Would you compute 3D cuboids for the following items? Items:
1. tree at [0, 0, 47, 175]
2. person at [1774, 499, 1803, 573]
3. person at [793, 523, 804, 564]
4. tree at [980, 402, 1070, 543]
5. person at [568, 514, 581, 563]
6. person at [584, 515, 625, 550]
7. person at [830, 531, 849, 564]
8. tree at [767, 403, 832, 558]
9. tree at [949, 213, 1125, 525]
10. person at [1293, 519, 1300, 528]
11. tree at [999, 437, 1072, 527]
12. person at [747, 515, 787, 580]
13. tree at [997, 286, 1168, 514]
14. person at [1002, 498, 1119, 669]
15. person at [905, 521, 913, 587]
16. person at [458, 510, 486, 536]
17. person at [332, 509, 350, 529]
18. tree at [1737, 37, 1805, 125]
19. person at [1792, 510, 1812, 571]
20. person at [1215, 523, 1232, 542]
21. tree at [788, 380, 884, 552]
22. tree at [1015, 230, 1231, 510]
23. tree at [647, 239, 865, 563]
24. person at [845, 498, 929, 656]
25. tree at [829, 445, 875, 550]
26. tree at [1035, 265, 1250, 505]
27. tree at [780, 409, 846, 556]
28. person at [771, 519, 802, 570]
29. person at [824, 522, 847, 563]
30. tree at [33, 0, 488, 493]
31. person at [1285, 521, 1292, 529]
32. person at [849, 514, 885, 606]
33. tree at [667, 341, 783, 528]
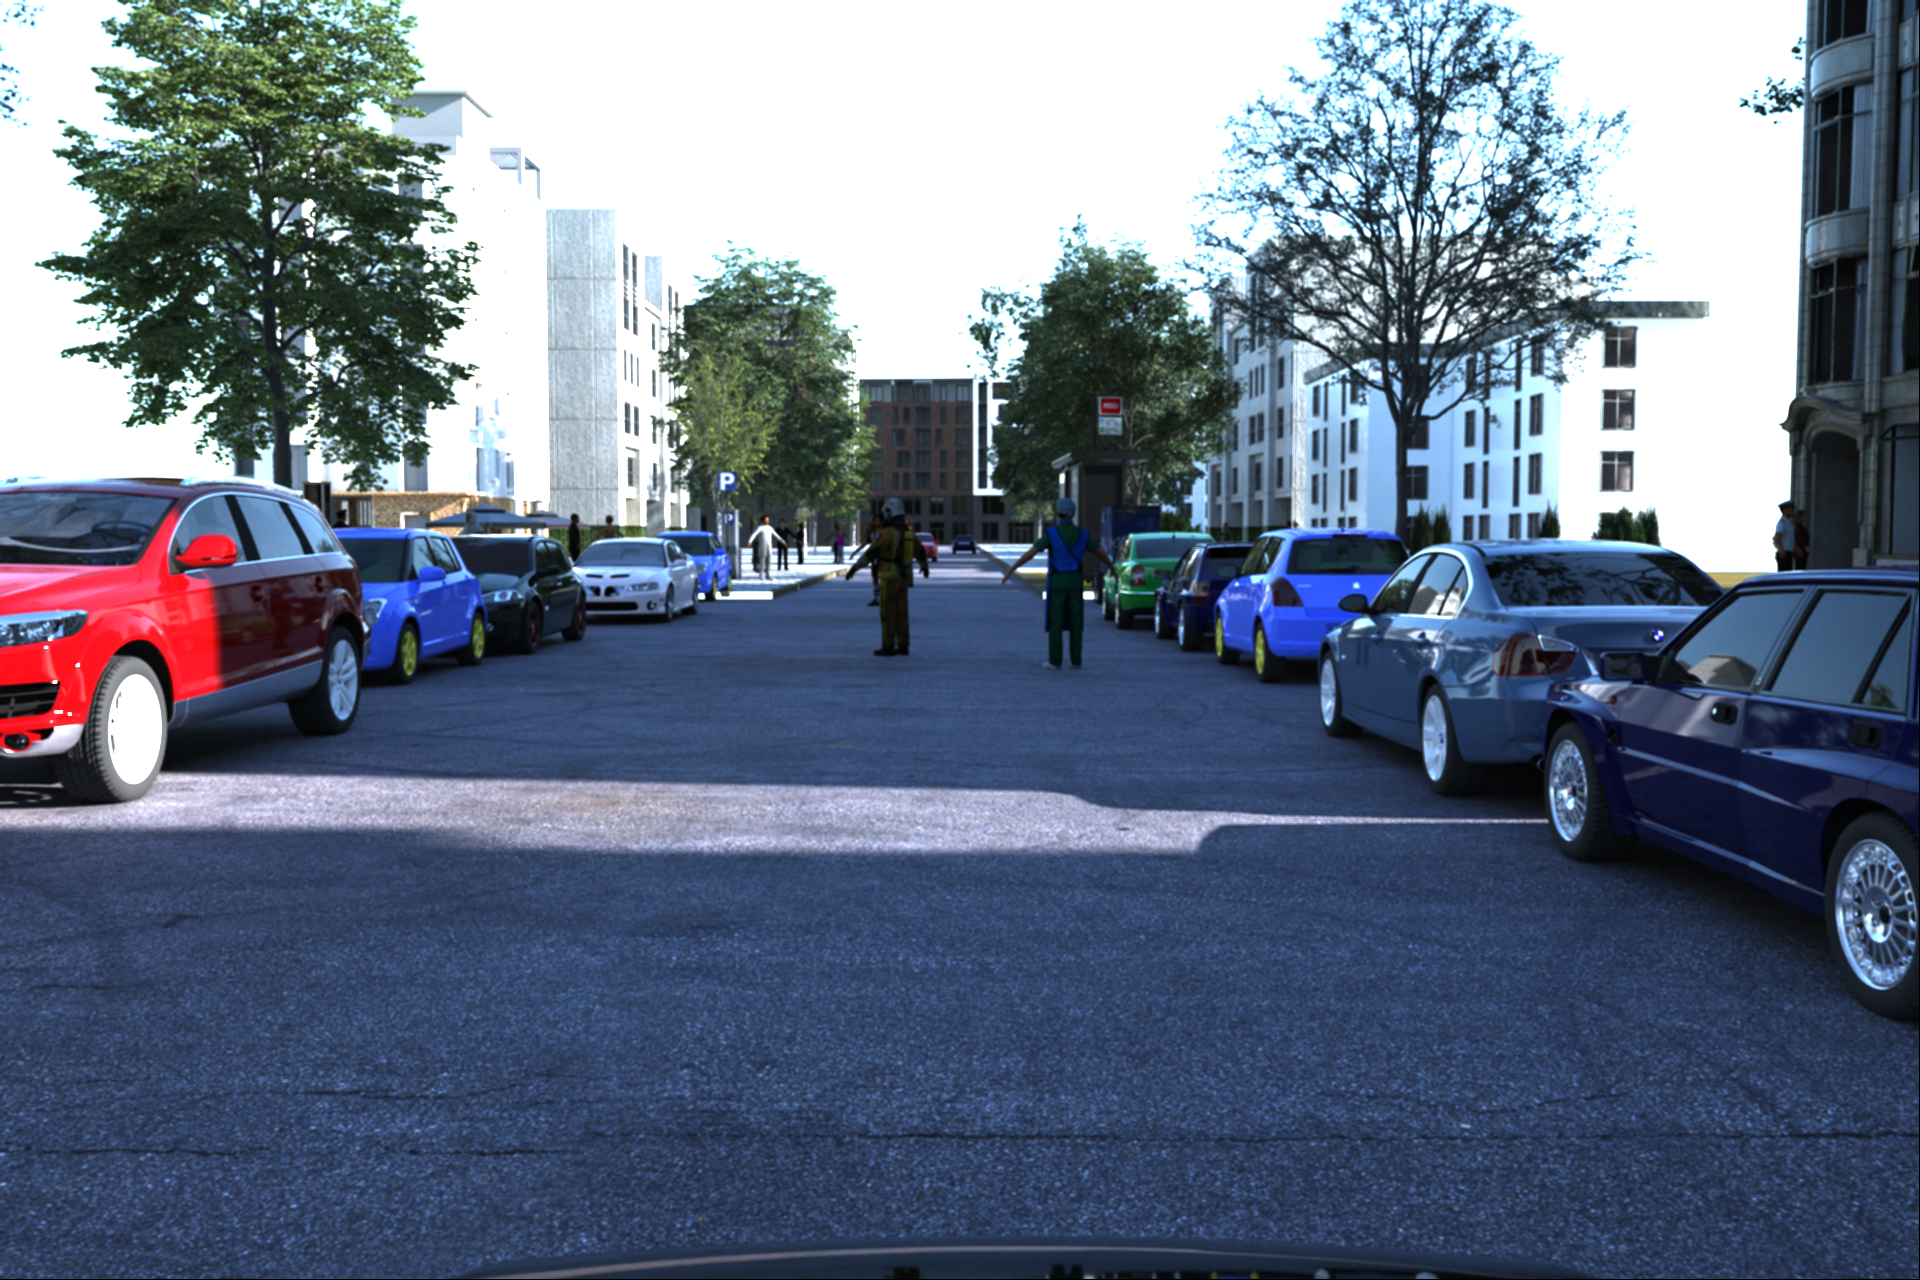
[{"bbox_3d":[-11.751,-6.281,13.064,12.009,13.543,11.850,0,3,0],"label":"tree"},{"bbox_3d":[13.455,-1.369,28.179,0.704,1.855,1.343,3,4,37],"label":"person"},{"bbox_3d":[-6.829,-4.066,73.192,0.721,1.740,1.216,1,4,11],"label":"person"},{"bbox_3d":[6.536,-14.537,144.329,9.857,13.997,8.962,0,3,0],"label":"tree"},{"bbox_3d":[-9.877,-2.344,44.554,0.704,1.802,1.346,-1,4,-13],"label":"person"},{"bbox_3d":[-8.458,-2.128,41.589,1.217,1.733,0.721,-3,5,-42],"label":"person"},{"bbox_3d":[-5.123,-3.954,73.907,0.991,1.433,0.599,2,4,29],"label":"person"},{"bbox_3d":[-8.219,-8.794,94.146,4.360,8.622,3.978,0,3,0],"label":"tree"},{"bbox_3d":[5.711,-15.222,104.762,12.611,20.169,13.585,0,3,0],"label":"tree"},{"bbox_3d":[11.005,-3.106,57.255,0.721,1.772,1.216,1,4,9],"label":"person"},{"bbox_3d":[6.877,-11.717,125.979,8.767,10.594,7.601,-1,4,-23],"label":"tree"},{"bbox_3d":[-5.445,-2.592,48.565,1.347,1.806,0.705,-3,5,-41],"label":"person"},{"bbox_3d":[6.444,-10.991,86.366,9.857,13.997,8.962,0,3,0],"label":"tree"},{"bbox_3d":[1.108,-0.605,18.482,1.347,1.817,0.704,-1,4,-19],"label":"person"},{"bbox_3d":[-1.405,-2.331,46.848,0.705,1.796,1.348,0,4,-8],"label":"person"},{"bbox_3d":[-9.439,-1.618,33.222,1.217,1.736,0.721,2,4,33],"label":"person"},{"bbox_3d":[-13.840,-2.015,38.874,1.347,1.837,0.705,2,4,27],"label":"person"},{"bbox_3d":[27.841,-11.732,47.710,12.611,20.169,13.585,0,3,0],"label":"tree"},{"bbox_3d":[16.003,-1.591,32.820,0.721,1.729,1.215,1,4,21],"label":"person"},{"bbox_3d":[11.920,-4.382,77.914,0.705,1.796,1.348,-2,4,-24],"label":"person"},{"bbox_3d":[-9.212,-12.624,124.528,7.486,12.596,7.792,0,3,0],"label":"tree"},{"bbox_3d":[7.059,-10.176,73.036,9.857,13.997,8.962,0,3,0],"label":"tree"},{"bbox_3d":[-8.806,-10.379,76.351,9.857,13.997,8.962,0,3,0],"label":"tree"},{"bbox_3d":[-0.794,-0.748,20.452,0.705,1.858,1.354,3,5,42],"label":"person"},{"bbox_3d":[-8.436,-11.507,138.499,4.360,8.622,3.978,0,3,0],"label":"tree"},{"bbox_3d":[6.324,-7.641,59.336,8.767,10.594,7.601,3,5,43],"label":"tree"},{"bbox_3d":[-8.600,-9.271,101.943,4.737,8.622,4.395,0,3,0],"label":"tree"},{"bbox_3d":[-6.260,-3.362,61.160,1.347,1.806,0.705,-1,4,-13],"label":"person"},{"bbox_3d":[-5.421,-4.297,76.380,1.348,1.813,0.705,3,4,38],"label":"person"},{"bbox_3d":[-12.659,-6.915,31.182,7.486,12.596,7.792,0,3,0],"label":"tree"},{"bbox_3d":[13.453,-3.953,70.767,1.346,1.812,0.704,1,4,16],"label":"person"},{"bbox_3d":[-1.608,-1.579,34.414,1.345,1.843,0.704,2,4,34],"label":"person"},{"bbox_3d":[-9.101,-7.135,67.025,4.737,8.622,4.395,0,3,0],"label":"tree"}]
